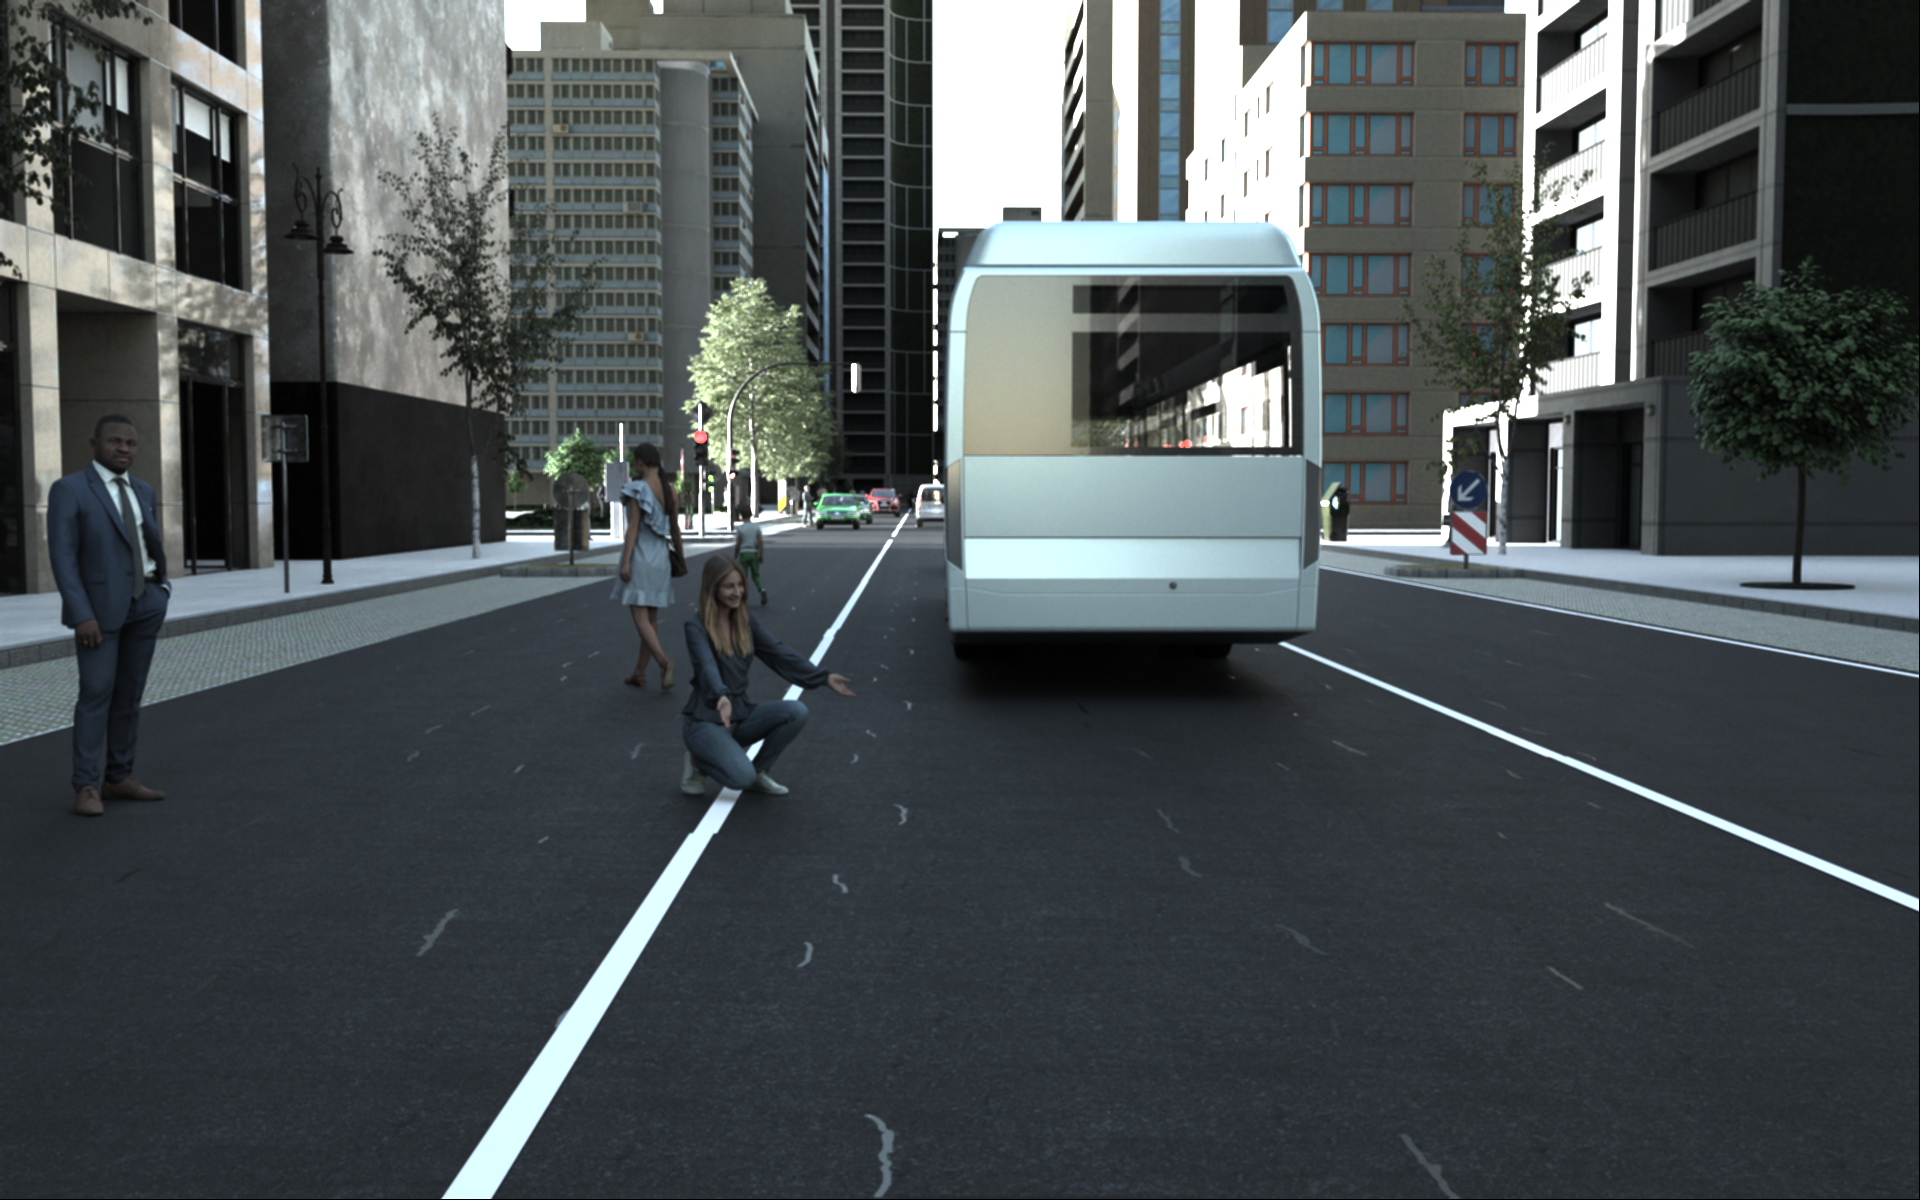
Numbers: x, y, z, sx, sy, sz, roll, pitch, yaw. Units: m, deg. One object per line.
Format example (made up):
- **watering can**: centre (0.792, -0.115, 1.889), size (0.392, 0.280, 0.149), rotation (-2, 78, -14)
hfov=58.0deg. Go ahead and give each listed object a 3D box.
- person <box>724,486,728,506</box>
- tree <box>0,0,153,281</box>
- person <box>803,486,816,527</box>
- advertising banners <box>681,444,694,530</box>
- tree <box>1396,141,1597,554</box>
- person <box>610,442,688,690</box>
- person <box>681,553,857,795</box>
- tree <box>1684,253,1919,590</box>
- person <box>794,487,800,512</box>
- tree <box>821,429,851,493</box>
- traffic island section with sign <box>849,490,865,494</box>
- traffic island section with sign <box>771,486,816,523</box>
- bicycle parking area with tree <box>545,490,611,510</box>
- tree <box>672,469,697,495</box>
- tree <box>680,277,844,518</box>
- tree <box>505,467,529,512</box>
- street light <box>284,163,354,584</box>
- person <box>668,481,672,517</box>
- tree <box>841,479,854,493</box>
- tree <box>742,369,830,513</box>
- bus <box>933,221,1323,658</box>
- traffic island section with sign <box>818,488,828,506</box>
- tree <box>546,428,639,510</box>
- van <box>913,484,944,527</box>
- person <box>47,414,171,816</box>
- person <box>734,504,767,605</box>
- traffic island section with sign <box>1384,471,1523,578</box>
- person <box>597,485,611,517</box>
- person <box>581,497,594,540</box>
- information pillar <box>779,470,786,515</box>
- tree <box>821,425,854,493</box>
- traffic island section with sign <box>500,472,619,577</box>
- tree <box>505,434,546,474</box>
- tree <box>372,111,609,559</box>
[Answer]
- **person**: centre (-16.399, -7.094, 122.022), size (0.713, 1.824, 0.794), rotation (-1, 4, -16)
- **tree**: centre (-9.041, -3.924, 14.524), size (4.360, 8.622, 3.978), rotation (0, 3, 0)
- **person**: centre (-6.547, -4.072, 75.255), size (0.590, 1.801, 0.661), rotation (1, 4, 19)
- **advertising banners**: centre (-9.687, -3.991, 61.438), size (0.090, 3.025, 2.074), rotation (0, 4, 2)
- **tree**: centre (11.546, -5.292, 36.885), size (4.737, 8.622, 4.395), rotation (0, 3, 0)
- **person**: centre (-2.260, -0.258, 12.814), size (0.616, 1.811, 0.778), rotation (-3, 4, -38)
- **person**: centre (-0.953, 0.351, 8.256), size (0.738, 1.151, 1.012), rotation (3, 5, 45)
- **tree**: centre (11.510, -2.446, 23.706), size (4.285, 4.588, 4.351), rotation (0, 3, 0)
- **person**: centre (-11.890, -7.322, 125.770), size (0.555, 1.821, 0.388), rotation (0, 4, -7)
- **tree**: centre (-14.204, -14.733, 191.254), size (4.737, 8.622, 4.395), rotation (0, 3, 0)
- **traffic island section with sign**: centre (-9.944, -9.362, 161.689), size (1.989, 1.847, 2.006), rotation (0, 4, -1)
- **traffic island section with sign**: centre (-8.178, -4.658, 84.778), size (1.989, 1.847, 2.006), rotation (0, 4, -1)
- **bicycle parking area with tree**: centre (-25.248, -8.371, 123.872), size (9.016, 4.147, 8.231), rotation (2, 4, 25)
- **tree**: centre (-19.551, -7.776, 121.740), size (1.663, 3.219, 1.824), rotation (0, 3, 0)
- **tree**: centre (-11.168, -10.602, 91.462), size (7.486, 12.596, 7.792), rotation (0, 3, 0)
- **tree**: centre (-31.741, -7.888, 123.567), size (1.663, 3.219, 1.824), rotation (0, 3, 0)
- **street light**: centre (-9.066, -3.172, 24.652), size (0.468, 5.910, 1.993), rotation (0, 4, -1)
- **person**: centre (-12.429, -4.132, 73.623), size (0.620, 1.820, 0.660), rotation (1, 4, 18)
- **tree**: centre (-13.438, -12.806, 203.986), size (1.663, 3.219, 1.824), rotation (0, 3, 0)
- **tree**: centre (-12.719, -11.320, 119.491), size (8.767, 10.594, 7.601), rotation (3, 5, 40)
- **bus**: centre (1.132, -1.435, 18.321), size (2.948, 3.499, 13.247), rotation (0, 4, 0)
- **traffic island section with sign**: centre (-8.802, -6.306, 111.726), size (1.989, 1.847, 2.006), rotation (0, 4, -1)
- **tree**: centre (-18.773, -6.234, 85.639), size (4.285, 4.588, 4.351), rotation (0, 3, 0)
- **van**: centre (-1.088, -4.225, 76.093), size (2.013, 2.044, 4.112), rotation (0, 4, 0)
- **person**: centre (-3.942, 0.040, 8.023), size (0.419, 1.800, 0.721), rotation (1, 4, 15)
- **person**: centre (-2.701, -0.586, 22.332), size (0.306, 1.304, 0.590), rotation (-3, 4, -39)
- **traffic island section with sign**: centre (8.513, -1.320, 30.204), size (1.989, 1.847, 2.006), rotation (0, 4, -1)
- **person**: centre (-14.148, -3.910, 69.327), size (0.474, 1.900, 0.648), rotation (2, 4, 27)
- **person**: centre (-10.377, -2.314, 48.160), size (0.394, 1.301, 0.425), rotation (-1, 4, -12)
- **information pillar**: centre (-11.148, -7.171, 108.604), size (0.504, 3.616, 0.183), rotation (2, 4, 26)
- **tree**: centre (-13.302, -14.340, 184.819), size (4.360, 8.622, 3.978), rotation (0, 3, 0)
- **traffic island section with sign**: centre (-6.923, -1.347, 30.655), size (1.989, 1.847, 2.006), rotation (0, 4, -1)
- **tree**: centre (-20.239, -5.402, 72.035), size (4.285, 4.588, 4.351), rotation (0, 3, 0)
- **tree**: centre (-9.389, -5.128, 34.210), size (4.360, 8.622, 3.978), rotation (0, 3, 0)
